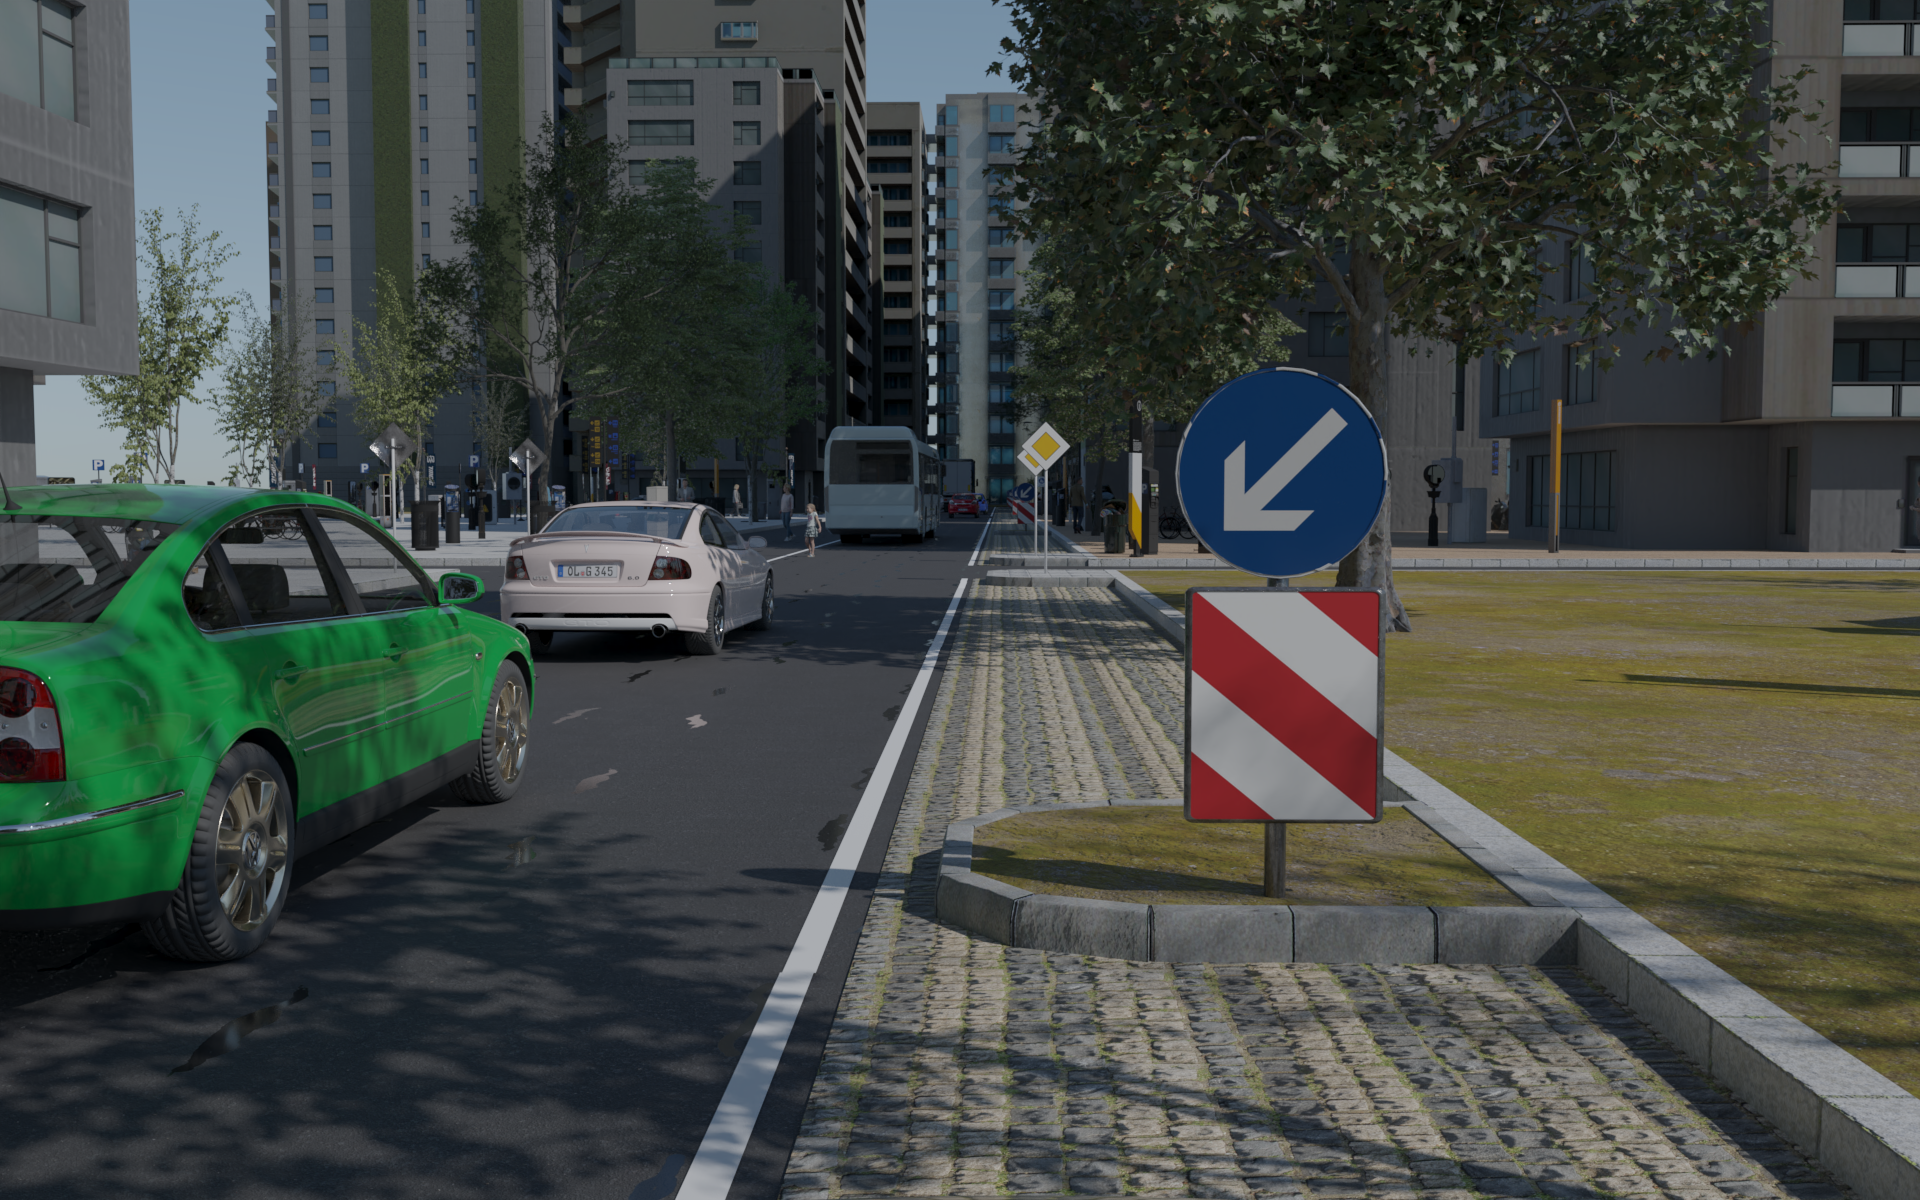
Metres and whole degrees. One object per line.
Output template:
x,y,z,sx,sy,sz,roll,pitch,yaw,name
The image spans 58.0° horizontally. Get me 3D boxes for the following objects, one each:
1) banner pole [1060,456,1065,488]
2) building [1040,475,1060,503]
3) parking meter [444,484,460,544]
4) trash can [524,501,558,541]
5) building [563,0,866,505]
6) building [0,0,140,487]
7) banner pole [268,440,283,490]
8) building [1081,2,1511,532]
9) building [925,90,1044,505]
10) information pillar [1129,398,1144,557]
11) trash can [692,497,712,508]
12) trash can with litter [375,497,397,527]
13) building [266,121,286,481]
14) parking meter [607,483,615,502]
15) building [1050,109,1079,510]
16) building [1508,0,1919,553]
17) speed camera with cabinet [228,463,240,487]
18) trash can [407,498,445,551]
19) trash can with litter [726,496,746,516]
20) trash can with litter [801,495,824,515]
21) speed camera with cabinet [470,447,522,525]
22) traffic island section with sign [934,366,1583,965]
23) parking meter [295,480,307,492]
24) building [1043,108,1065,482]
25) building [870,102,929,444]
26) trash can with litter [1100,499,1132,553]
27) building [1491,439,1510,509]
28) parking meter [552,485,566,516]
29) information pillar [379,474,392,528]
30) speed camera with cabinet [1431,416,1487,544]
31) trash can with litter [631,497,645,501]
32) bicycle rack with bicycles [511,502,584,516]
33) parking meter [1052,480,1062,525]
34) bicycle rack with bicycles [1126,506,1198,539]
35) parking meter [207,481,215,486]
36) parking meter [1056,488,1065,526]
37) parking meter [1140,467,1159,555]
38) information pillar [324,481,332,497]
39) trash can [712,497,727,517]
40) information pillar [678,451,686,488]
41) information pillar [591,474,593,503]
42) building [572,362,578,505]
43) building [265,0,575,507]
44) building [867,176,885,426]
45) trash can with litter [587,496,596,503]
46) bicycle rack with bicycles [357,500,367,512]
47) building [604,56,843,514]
5.936,-6.739,100.206,0.401,3.779,0.863,-1,4,-20,banner pole
23.679,-28.580,159.170,32.217,40.220,23.993,0,4,1,building
-13.170,-2.234,44.937,0.372,1.533,0.369,0,3,0,parking meter
-9.223,-1.622,38.173,0.748,1.137,0.748,0,3,0,trash can
-18.755,-31.316,135.715,21.300,48.544,21.600,0,4,1,building
-18.043,-20.472,18.304,14.086,41.232,14.154,0,4,1,building
-31.343,-5.472,79.490,0.401,3.779,0.863,3,4,38,banner pole
11.471,-23.319,64.860,14.154,41.232,14.086,0,4,1,building
11.317,-35.880,206.250,30.456,49.044,23.786,0,4,1,building
3.554,-2.673,35.062,0.183,3.616,0.504,2,4,28,information pillar
-10.267,-3.436,67.828,0.748,1.137,0.748,0,3,0,trash can
-22.236,-3.385,66.736,1.055,1.170,0.624,1,4,18,trash can with litter
-71.128,-33.844,203.458,14.200,45.320,14.600,0,4,1,building
-18.003,-5.111,89.280,0.399,1.863,0.255,-1,4,-13,parking meter
18.205,-29.244,132.772,22.147,44.769,28.867,0,4,1,building
21.697,-21.919,41.965,14.086,41.232,14.154,0,4,1,building
-45.922,-7.027,109.222,0.660,3.252,2.038,-2,4,-33,speed camera with cabinet
-12.122,-1.687,39.237,0.748,1.137,0.748,0,3,0,trash can
-13.314,-5.478,100.620,2.233,1.210,1.678,-3,5,-42,trash can with litter
-9.191,-5.859,106.860,1.678,1.210,2.233,2,4,29,trash can with litter
-19.424,-4.780,72.489,2.038,3.252,0.660,-2,4,-30,speed camera with cabinet
0.919,0.149,6.200,1.989,1.847,2.006,0,4,1,traffic island section with sign
-26.959,-3.987,70.899,0.399,1.863,0.255,1,4,18,parking meter
15.579,-30.260,178.338,14.154,41.232,14.086,0,4,1,building
-14.737,-35.582,205.461,21.600,48.544,21.300,0,4,1,building
3.295,-1.612,37.738,0.624,1.170,1.055,0,4,-3,trash can with litter
18.237,-29.057,94.685,23.786,49.044,30.456,0,4,1,building
-11.305,-2.472,48.822,0.372,1.533,0.369,0,3,0,parking meter
-21.544,-3.697,64.936,0.304,2.012,0.304,3,5,42,information pillar
12.943,-3.091,44.871,0.660,3.252,2.038,3,5,43,speed camera with cabinet
-11.145,-2.962,59.818,0.624,1.170,1.055,0,4,4,trash can with litter
-17.447,-3.822,75.877,2.852,0.926,2.925,2,4,31,bicycle rack with bicycles
4.030,-4.057,72.049,0.399,1.863,0.255,-3,5,-44,parking meter
6.426,-2.224,49.745,2.925,0.926,2.852,1,4,20,bicycle rack with bicycles
-33.617,-4.409,77.800,0.255,1.863,0.399,0,4,-7,parking meter
4.009,-3.700,68.904,0.372,1.533,0.369,0,3,0,parking meter
3.996,-1.890,36.606,0.255,1.863,0.399,-2,4,-34,parking meter
-34.529,-5.513,94.621,0.304,2.012,0.304,-3,5,-42,information pillar
-10.528,-3.899,75.401,0.748,1.137,0.748,0,3,0,trash can
-14.280,-5.982,89.158,0.183,3.616,0.504,2,4,35,information pillar
-17.829,-5.649,83.716,0.183,3.616,0.504,-2,4,-24,information pillar
-23.157,-52.708,174.449,31.000,86.520,22.319,0,4,1,building
-53.552,-38.744,175.471,28.212,58.520,21.231,0,4,1,building
-14.222,-23.421,154.635,14.160,30.474,14.107,0,4,1,building
-22.922,-5.950,108.667,1.055,1.170,0.624,2,4,27,trash can with litter
-35.166,-5.533,103.850,2.852,0.926,2.925,0,4,-5,bicycle rack with bicycles
-15.648,-21.198,118.293,14.160,30.474,14.107,0,4,1,building
